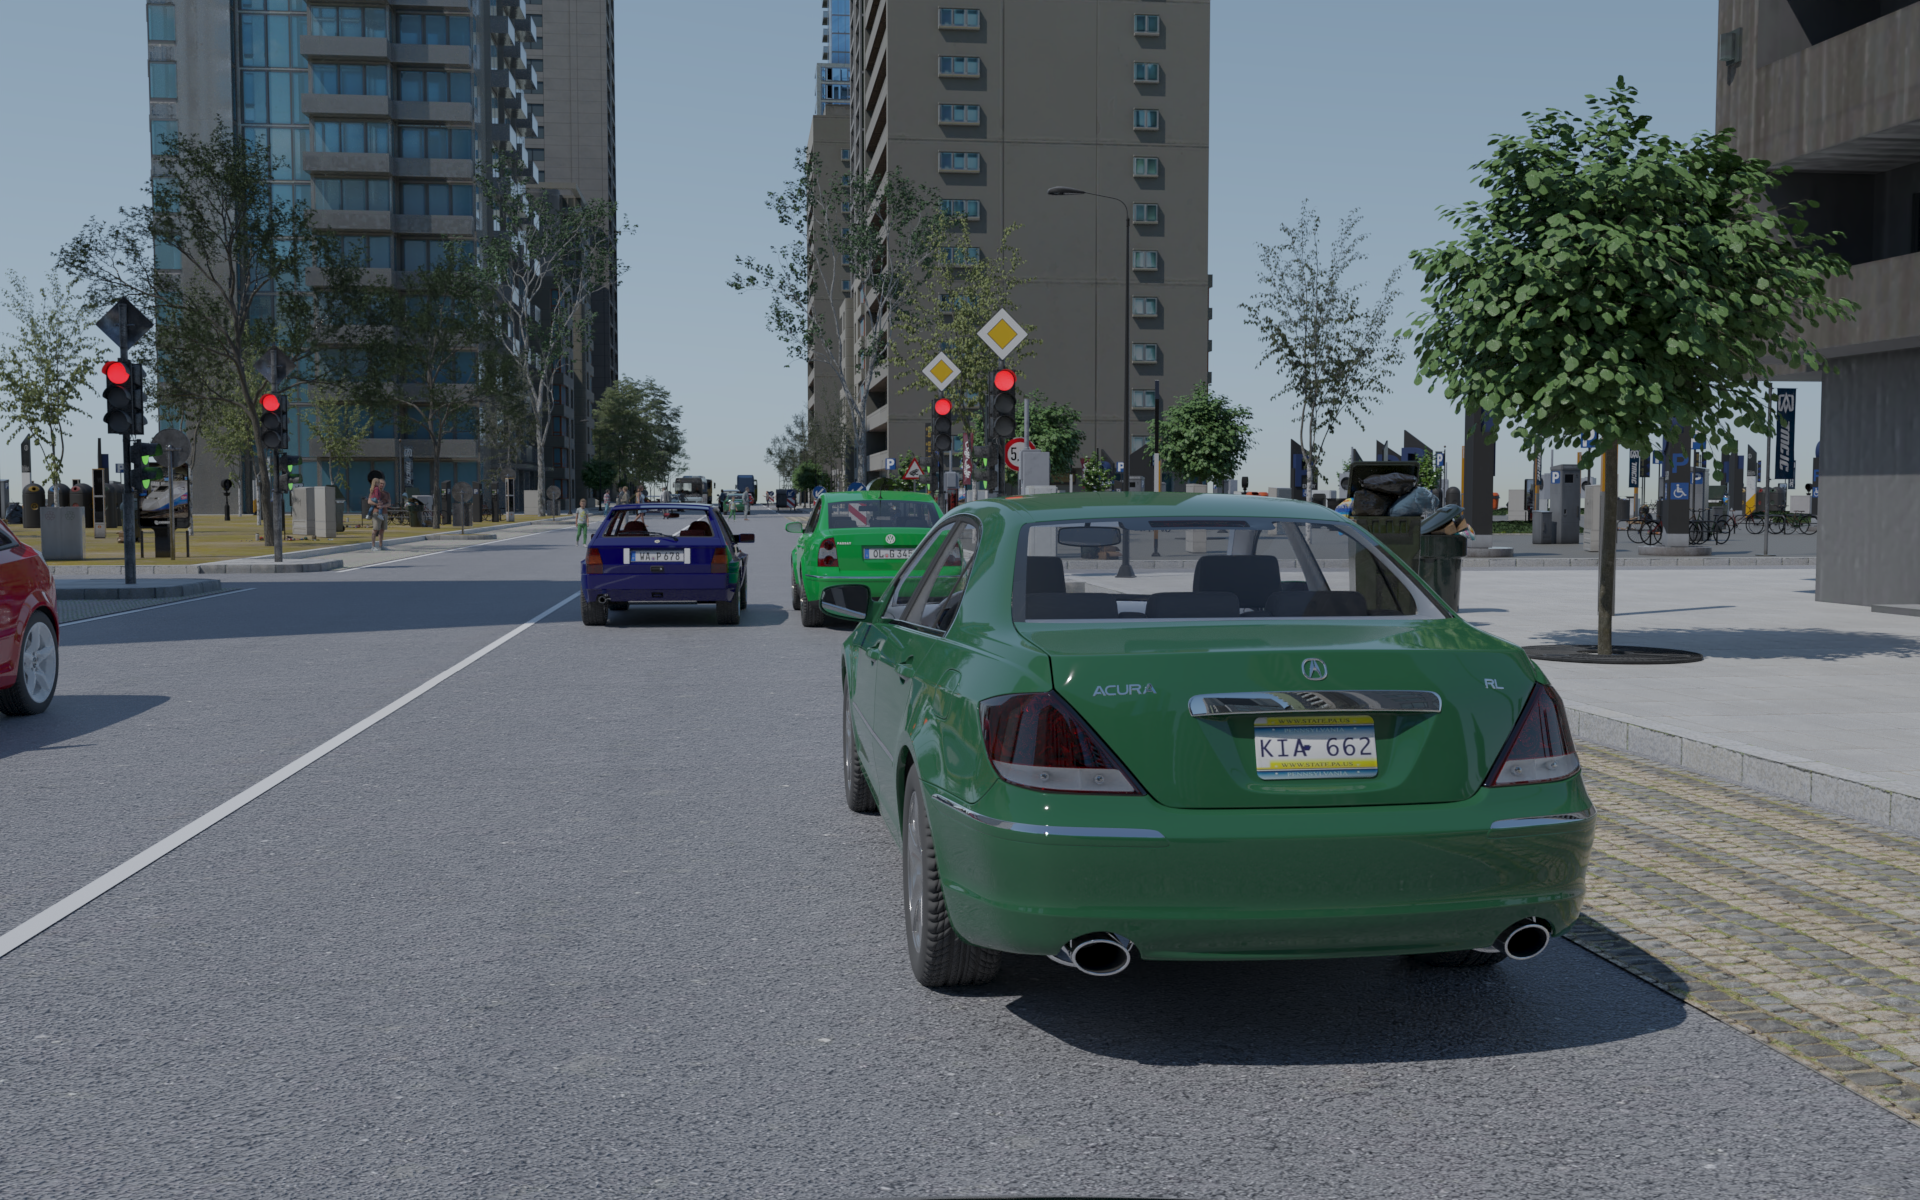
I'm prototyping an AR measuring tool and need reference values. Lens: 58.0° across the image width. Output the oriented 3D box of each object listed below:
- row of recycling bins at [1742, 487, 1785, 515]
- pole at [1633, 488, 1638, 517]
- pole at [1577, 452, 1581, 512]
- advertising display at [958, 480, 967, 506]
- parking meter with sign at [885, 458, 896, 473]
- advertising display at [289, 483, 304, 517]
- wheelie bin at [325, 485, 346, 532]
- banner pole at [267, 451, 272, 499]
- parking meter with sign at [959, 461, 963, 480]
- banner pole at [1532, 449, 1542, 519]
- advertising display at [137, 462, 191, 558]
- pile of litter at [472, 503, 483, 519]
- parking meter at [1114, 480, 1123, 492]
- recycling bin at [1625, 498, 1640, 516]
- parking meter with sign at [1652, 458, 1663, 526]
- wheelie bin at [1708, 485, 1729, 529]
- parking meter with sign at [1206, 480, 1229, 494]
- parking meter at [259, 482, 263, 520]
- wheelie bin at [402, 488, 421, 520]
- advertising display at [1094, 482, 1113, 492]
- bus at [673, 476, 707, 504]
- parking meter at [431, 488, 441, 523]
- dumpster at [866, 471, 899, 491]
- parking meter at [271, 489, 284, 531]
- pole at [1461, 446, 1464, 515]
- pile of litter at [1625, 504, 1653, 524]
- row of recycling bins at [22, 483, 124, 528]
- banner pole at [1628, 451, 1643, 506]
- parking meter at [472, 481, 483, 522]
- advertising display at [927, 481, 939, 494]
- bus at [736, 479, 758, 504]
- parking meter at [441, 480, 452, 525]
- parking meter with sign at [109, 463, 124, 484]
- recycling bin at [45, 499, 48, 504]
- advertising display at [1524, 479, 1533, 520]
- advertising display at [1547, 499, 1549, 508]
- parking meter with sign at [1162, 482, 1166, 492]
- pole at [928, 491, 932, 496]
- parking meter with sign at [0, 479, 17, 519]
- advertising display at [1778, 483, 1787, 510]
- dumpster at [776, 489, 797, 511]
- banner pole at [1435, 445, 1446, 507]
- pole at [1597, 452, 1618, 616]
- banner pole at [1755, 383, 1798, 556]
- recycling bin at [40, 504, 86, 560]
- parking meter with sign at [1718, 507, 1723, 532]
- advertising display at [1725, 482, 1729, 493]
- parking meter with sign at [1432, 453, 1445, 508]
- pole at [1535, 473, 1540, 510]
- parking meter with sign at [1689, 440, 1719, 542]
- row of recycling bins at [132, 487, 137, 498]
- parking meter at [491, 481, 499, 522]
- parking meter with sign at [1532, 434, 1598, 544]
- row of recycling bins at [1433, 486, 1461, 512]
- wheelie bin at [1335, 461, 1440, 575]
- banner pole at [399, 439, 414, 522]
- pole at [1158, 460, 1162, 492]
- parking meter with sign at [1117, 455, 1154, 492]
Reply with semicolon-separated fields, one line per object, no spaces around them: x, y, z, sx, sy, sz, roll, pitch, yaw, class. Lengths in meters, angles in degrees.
44.494;-5.449;96.205;1.069;1.692;3.534;-1;4;-12;row of recycling bins
34.891;-5.842;89.360;0.158;3.312;0.155;0;3;0;pole
30.043;-5.520;84.091;0.158;3.312;0.155;0;3;0;pole
-0.138;-4.364;76.567;0.974;1.923;0.123;2;4;30;advertising display
-3.061;-5.448;85.328;0.543;3.016;1.738;1;4;23;parking meter with sign
-37.757;-5.712;98.605;0.123;1.923;0.974;2;4;26;advertising display
-21.212;-3.090;58.423;0.693;1.594;0.980;1;4;13;wheelie bin
-40.477;-6.824;101.589;0.401;3.779;0.863;-3;5;-44;banner pole
-0.318;-5.247;82.045;0.543;3.016;1.738;3;5;42;parking meter with sign
20.347;-4.346;61.077;0.401;3.779;0.863;0;4;-4;banner pole
-16.007;-1.812;34.833;0.974;1.923;0.123;-1;4;-15;advertising display
-25.695;-4.691;90.657;1.176;0.858;1.719;-3;5;-39;pile of litter
6.659;-4.080;72.419;0.399;1.863;0.255;1;4;18;parking meter
39.168;-5.408;100.969;0.722;1.027;0.722;-3;5;-44;recycling bin
27.788;-4.391;68.052;0.543;3.016;1.738;0;4;1;parking meter with sign
27.496;-3.369;62.984;0.693;1.594;0.980;-3;5;-43;wheelie bin
13.044;-5.523;86.562;1.738;3.016;0.543;-1;4;-23;parking meter with sign
-34.331;-4.852;85.039;0.255;1.863;0.399;0;4;3;parking meter
-26.732;-4.683;84.468;0.980;1.594;0.693;-3;4;-36;wheelie bin
6.382;-4.451;77.988;0.974;1.923;0.123;-1;4;-12;advertising display
-26.014;-10.572;167.706;2.948;3.499;13.247;0;4;-6;bus
-22.908;-4.118;75.735;0.372;1.533;0.369;0;3;0;parking meter
-3.227;-4.346;73.545;1.502;2.255;1.985;0;4;-7;dumpster
-23.637;-3.155;59.991;0.372;1.533;0.369;0;3;0;parking meter
21.320;-4.860;73.310;0.158;3.312;0.155;0;3;0;pole
28.941;-3.668;73.938;1.719;0.858;1.176;-2;4;-35;pile of litter
-33.523;-3.555;65.232;3.534;1.692;1.069;0;4;1;row of recycling bins
32.396;-5.676;82.821;0.863;3.779;0.401;1;4;12;banner pole
-21.852;-4.450;78.465;0.399;1.863;0.255;1;4;13;parking meter
-1.232;-4.942;86.009;0.974;1.923;0.123;-3;4;-37;advertising display
-31.032;-15.966;252.587;2.896;3.916;12.252;-1;4;-9;bus
-21.647;-4.115;72.986;0.255;1.863;0.399;1;4;18;parking meter
-48.331;-6.288;99.062;1.738;3.016;0.543;3;5;41;parking meter with sign
-48.040;-4.793;90.927;0.722;1.027;0.722;1;4;13;recycling bin
24.254;-4.177;73.514;0.974;1.923;0.123;-3;5;-41;advertising display
28.485;-4.890;85.166;0.974;1.923;0.123;-1;4;-13;advertising display
12.828;-7.016;110.970;1.738;3.016;0.543;-1;4;-17;parking meter with sign
-1.021;-4.063;60.273;0.158;3.312;0.155;0;3;0;pole
-49.146;-5.656;88.731;1.738;3.016;0.543;0;4;3;parking meter with sign
48.313;-5.906;101.776;0.974;1.923;0.123;-3;5;-40;advertising display
-15.059;-8.674;150.037;1.865;1.857;1.264;0;4;-8;dumpster
24.741;-6.061;89.112;0.863;3.779;0.401;-2;4;-26;banner pole
6.818;-1.489;18.181;0.158;3.312;0.155;0;3;0;pole
16.969;-2.808;35.936;0.863;3.779;0.401;-1;4;-13;banner pole
-17.555;-1.306;33.909;0.722;1.027;0.722;-1;4;-22;recycling bin
24.668;-3.772;57.936;1.738;3.016;0.543;-1;4;-13;parking meter with sign
41.568;-5.401;93.518;0.974;1.923;0.123;-3;5;-43;advertising display
19.710;-4.739;73.735;1.738;3.016;0.543;-1;4;-16;parking meter with sign
23.937;-4.772;71.862;0.158;3.312;0.155;0;3;0;pole
20.179;-3.119;47.257;0.543;3.016;1.738;2;4;32;parking meter with sign
-33.560;-3.843;69.952;1.069;1.692;3.534;0;4;0;row of recycling bins
-21.167;-4.475;78.869;0.255;1.863;0.399;0;4;0;parking meter
15.524;-2.950;44.493;1.738;3.016;0.543;-2;4;-25;parking meter with sign
25.440;-5.319;94.072;3.534;1.692;1.069;2;4;34;row of recycling bins
4.078;-0.528;16.539;0.980;1.594;0.693;0;4;5;wheelie bin
-25.334;-5.452;79.153;0.401;3.779;0.863;3;5;41;banner pole
7.195;-4.208;62.646;0.158;3.312;0.155;0;3;0;pole
7.457;-4.733;73.648;1.738;3.016;0.543;2;4;26;parking meter with sign
